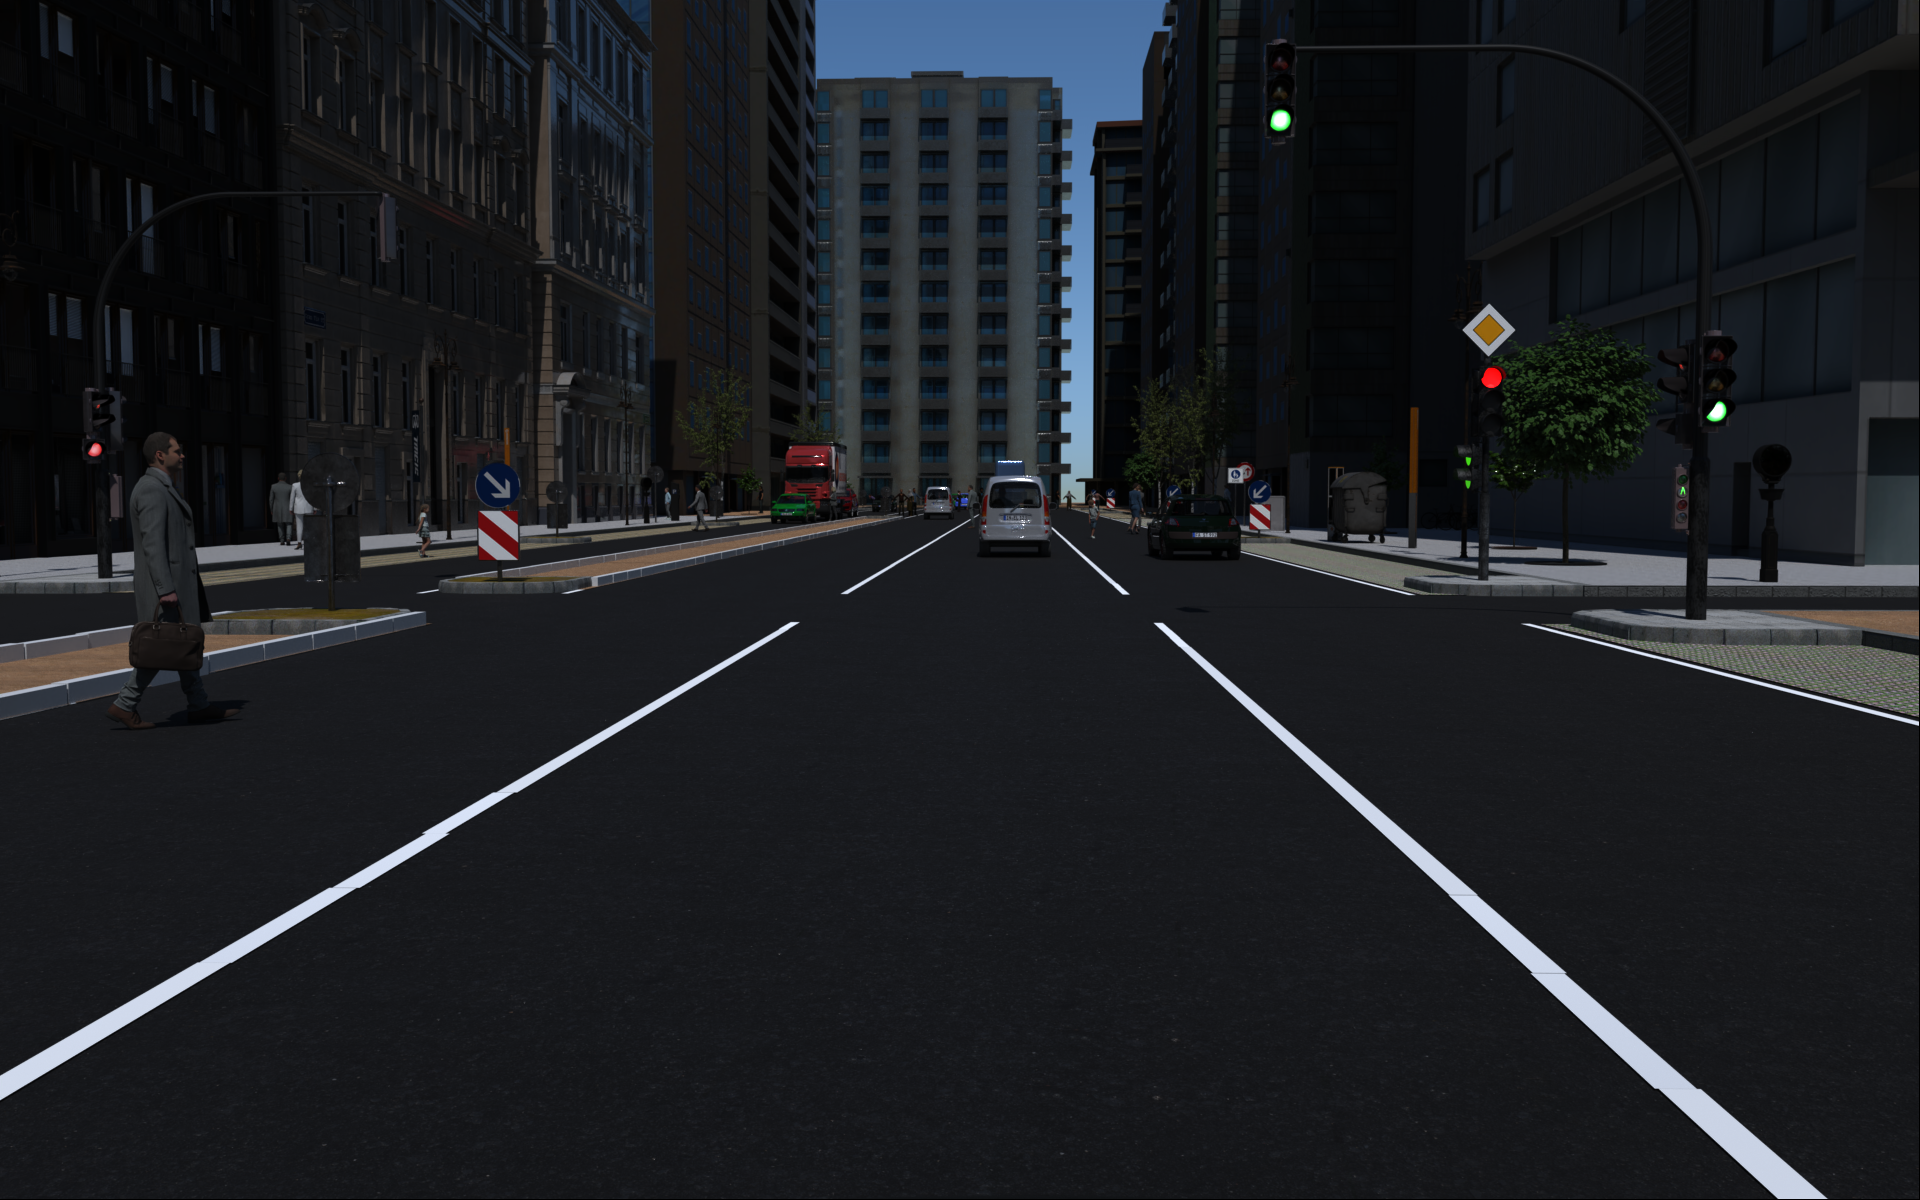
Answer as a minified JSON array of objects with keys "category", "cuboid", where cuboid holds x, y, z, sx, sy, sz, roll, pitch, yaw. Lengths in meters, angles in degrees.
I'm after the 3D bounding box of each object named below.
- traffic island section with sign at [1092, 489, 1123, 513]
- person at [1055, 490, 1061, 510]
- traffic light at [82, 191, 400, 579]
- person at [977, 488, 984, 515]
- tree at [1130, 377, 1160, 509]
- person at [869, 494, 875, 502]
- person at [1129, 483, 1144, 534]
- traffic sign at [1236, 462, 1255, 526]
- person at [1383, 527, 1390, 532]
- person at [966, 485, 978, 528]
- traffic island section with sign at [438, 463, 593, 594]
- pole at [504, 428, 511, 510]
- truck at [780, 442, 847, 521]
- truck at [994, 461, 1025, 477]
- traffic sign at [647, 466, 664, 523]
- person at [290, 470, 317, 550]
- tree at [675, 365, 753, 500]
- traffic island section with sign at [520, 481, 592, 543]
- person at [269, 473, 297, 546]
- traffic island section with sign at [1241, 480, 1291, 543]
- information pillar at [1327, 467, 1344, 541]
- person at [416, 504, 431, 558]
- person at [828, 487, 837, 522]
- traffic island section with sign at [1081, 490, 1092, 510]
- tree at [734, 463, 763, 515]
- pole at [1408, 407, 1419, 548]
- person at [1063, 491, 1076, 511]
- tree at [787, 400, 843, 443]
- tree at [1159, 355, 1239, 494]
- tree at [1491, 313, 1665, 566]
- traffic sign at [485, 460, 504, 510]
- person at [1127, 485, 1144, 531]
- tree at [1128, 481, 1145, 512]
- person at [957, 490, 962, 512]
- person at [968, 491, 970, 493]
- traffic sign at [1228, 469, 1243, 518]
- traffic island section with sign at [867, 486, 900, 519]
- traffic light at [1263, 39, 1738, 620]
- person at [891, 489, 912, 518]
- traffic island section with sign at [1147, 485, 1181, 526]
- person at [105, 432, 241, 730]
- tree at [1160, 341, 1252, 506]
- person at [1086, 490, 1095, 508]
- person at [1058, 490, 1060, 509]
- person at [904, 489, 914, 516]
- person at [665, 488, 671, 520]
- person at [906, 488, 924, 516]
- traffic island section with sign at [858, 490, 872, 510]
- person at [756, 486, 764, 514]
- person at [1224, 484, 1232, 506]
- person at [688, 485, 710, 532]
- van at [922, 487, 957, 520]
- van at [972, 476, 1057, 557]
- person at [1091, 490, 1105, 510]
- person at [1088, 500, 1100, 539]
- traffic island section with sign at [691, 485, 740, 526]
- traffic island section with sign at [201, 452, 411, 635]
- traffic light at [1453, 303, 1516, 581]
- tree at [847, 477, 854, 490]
[{"category":"traffic island section with sign","cuboid":[10.979,-7.295,127.895,1.989,1.847,2.006,0,4,2]},{"category":"person","cuboid":[8.941,-9.186,158.706,0.705,1.822,1.348,-1,4,-18]},{"category":"traffic light","cuboid":[-10.903,-3.153,26.215,4.771,5.953,1.251,0,4,2]},{"category":"person","cuboid":[1.474,-6.711,117.849,1.348,1.869,0.705,-1,4,-9]},{"category":"tree","cuboid":[12.562,-9.658,108.274,4.737,8.622,4.395,0,3,0]},{"category":"person","cuboid":[-7.158,-7.958,141.851,0.697,1.427,0.421,-2,4,-33]},{"category":"person","cuboid":[6.199,-3.243,61.540,0.654,1.822,0.581,-3,5,-39]},{"category":"traffic sign","cuboid":[11.401,-4.234,69.330,0.768,2.556,0.104,1,4,10]},{"category":"person","cuboid":[14.164,-3.034,58.251,0.523,1.515,0.503,3,5,45]},{"category":"person","cuboid":[0.498,-3.906,72.454,0.391,1.810,0.635,1,4,22]},{"category":"traffic island section with sign","cuboid":[-6.698,-1.083,25.840,2.006,1.907,1.989,0,4,2]},{"category":"pole","cuboid":[-13.974,-3.651,53.537,0.158,3.312,0.155,0,3,0]},{"category":"truck","cuboid":[-7.886,-6.487,94.978,2.839,4.237,11.283,0,4,1]},{"category":"truck","cuboid":[4.005,-8.764,133.042,2.967,4.110,18.799,0,3,0]},{"category":"traffic sign","cuboid":[-13.667,-4.748,77.728,0.768,2.556,0.104,0,4,3]},{"category":"person","cuboid":[-15.041,-2.071,39.775,0.818,1.842,0.514,3,4,38]},{"category":"tree","cuboid":[-13.741,-9.046,98.262,4.737,8.622,4.395,0,3,0]},{"category":"traffic island section with sign","cuboid":[-11.947,-2.589,50.962,1.989,1.847,2.006,0,4,2]},{"category":"person","cuboid":[-16.835,-2.265,43.182,0.694,1.812,0.767,-1,4,-13]},{"category":"traffic island section with sign","cuboid":[8.583,-2.582,50.846,1.989,1.847,2.006,0,4,2]},{"category":"information pillar","cuboid":[10.198,-2.602,47.031,0.304,2.012,0.304,-3,5,-39]},{"category":"person","cuboid":[-12.093,-1.551,38.876,0.382,1.210,0.505,-2,4,-34]},{"category":"person","cuboid":[-6.377,-4.769,86.662,0.526,1.800,0.537,-2,4,-23]},{"category":"traffic island section with sign","cuboid":[11.851,-8.996,155.705,1.989,1.847,2.006,0,4,2]},{"category":"tree","cuboid":[-13.090,-6.964,108.457,1.663,3.219,1.824,0,3,0]},{"category":"pole","cuboid":[10.709,-2.877,40.889,0.158,3.312,0.155,0,3,0]},{"category":"person","cuboid":[9.472,-8.598,149.808,1.217,1.736,0.721,-1,4,-15]},{"category":"tree","cuboid":[-11.424,-11.410,136.919,4.737,8.622,4.395,0,3,0]},{"category":"tree","cuboid":[12.651,-8.681,92.298,4.360,8.622,3.978,0,3,0]},{"category":"tree","cuboid":[11.140,-2.925,31.533,4.285,4.588,4.351,0,3,0]},{"category":"traffic sign","cuboid":[-14.009,-3.061,52.182,0.606,2.300,0.079,1,4,11]},{"category":"person","cuboid":[6.717,-3.518,66.286,0.573,1.790,0.520,3,5,41]},{"category":"tree","cuboid":[13.102,-8.086,126.800,1.663,3.219,1.824,0,3,0]},{"category":"person","cuboid":[0.026,-7.859,137.795,0.445,1.727,0.742,-2,4,-25]},{"category":"person","cuboid":[0.749,-9.769,168.669,0.683,1.767,0.568,-3,5,-42]},{"category":"traffic sign","cuboid":[10.808,-4.026,67.950,0.606,2.300,0.079,1,4,8]},{"category":"traffic island section with sign","cuboid":[-4.370,-5.676,100.943,2.006,1.907,1.989,0,4,2]},{"category":"traffic light","cuboid":[5.413,-2.623,17.560,4.771,5.953,1.251,0,4,2]},{"category":"person","cuboid":[-3.495,-5.779,103.502,1.217,1.766,0.721,0,4,-7]},{"category":"traffic island section with sign","cuboid":[9.424,-4.230,77.789,1.989,1.847,2.006,0,4,2]},{"category":"person","cuboid":[-4.863,-0.127,10.674,0.767,1.812,0.694,-2,4,-24]},{"category":"tree","cuboid":[12.277,-8.161,83.798,4.737,8.622,4.395,0,3,0]},{"category":"person","cuboid":[10.514,-7.903,138.439,1.217,1.735,0.721,-3,4,-38]},{"category":"person","cuboid":[9.605,-9.913,170.589,0.705,1.822,1.348,0,4,7]},{"category":"person","cuboid":[-3.274,-6.226,111.025,0.721,1.736,1.217,-2,4,-33]},{"category":"person","cuboid":[-14.724,-4.852,87.182,0.330,1.601,0.589,-1,4,-20]},{"category":"person","cuboid":[-3.021,-6.489,114.580,1.348,1.826,0.705,-2,4,-35]},{"category":"traffic island section with sign","cuboid":[-8.676,-8.995,155.690,1.989,1.847,2.006,0,4,2]},{"category":"person","cuboid":[-13.188,-6.628,114.425,0.705,1.822,1.348,-1,4,-20]},{"category":"person","cuboid":[13.584,-5.025,88.431,0.641,1.798,0.478,0,4,2]},{"category":"person","cuboid":[-9.897,-3.495,65.921,0.850,1.792,0.678,1,4,19]},{"category":"van","cuboid":[-1.186,-5.603,98.614,2.013,2.044,4.112,0,4,1]},{"category":"van","cuboid":[1.289,-2.063,40.737,2.013,2.044,4.112,0,4,1]},{"category":"person","cuboid":[10.683,-7.661,134.463,1.217,1.736,0.721,2,4,25]},{"category":"person","cuboid":[4.295,-2.601,55.703,0.352,1.250,0.332,-2,4,-24]},{"category":"traffic island section with sign","cuboid":[-11.083,-4.284,78.673,1.989,1.847,2.006,0,4,2]},{"category":"traffic island section with sign","cuboid":[-6.938,-0.630,18.437,2.006,1.907,1.989,0,4,2]},{"category":"traffic light","cuboid":[7.755,-2.244,25.617,0.839,4.253,0.868,0,4,2]},{"category":"tree","cuboid":[-11.363,-10.662,168.928,1.663,3.219,1.824,0,3,0]}]
